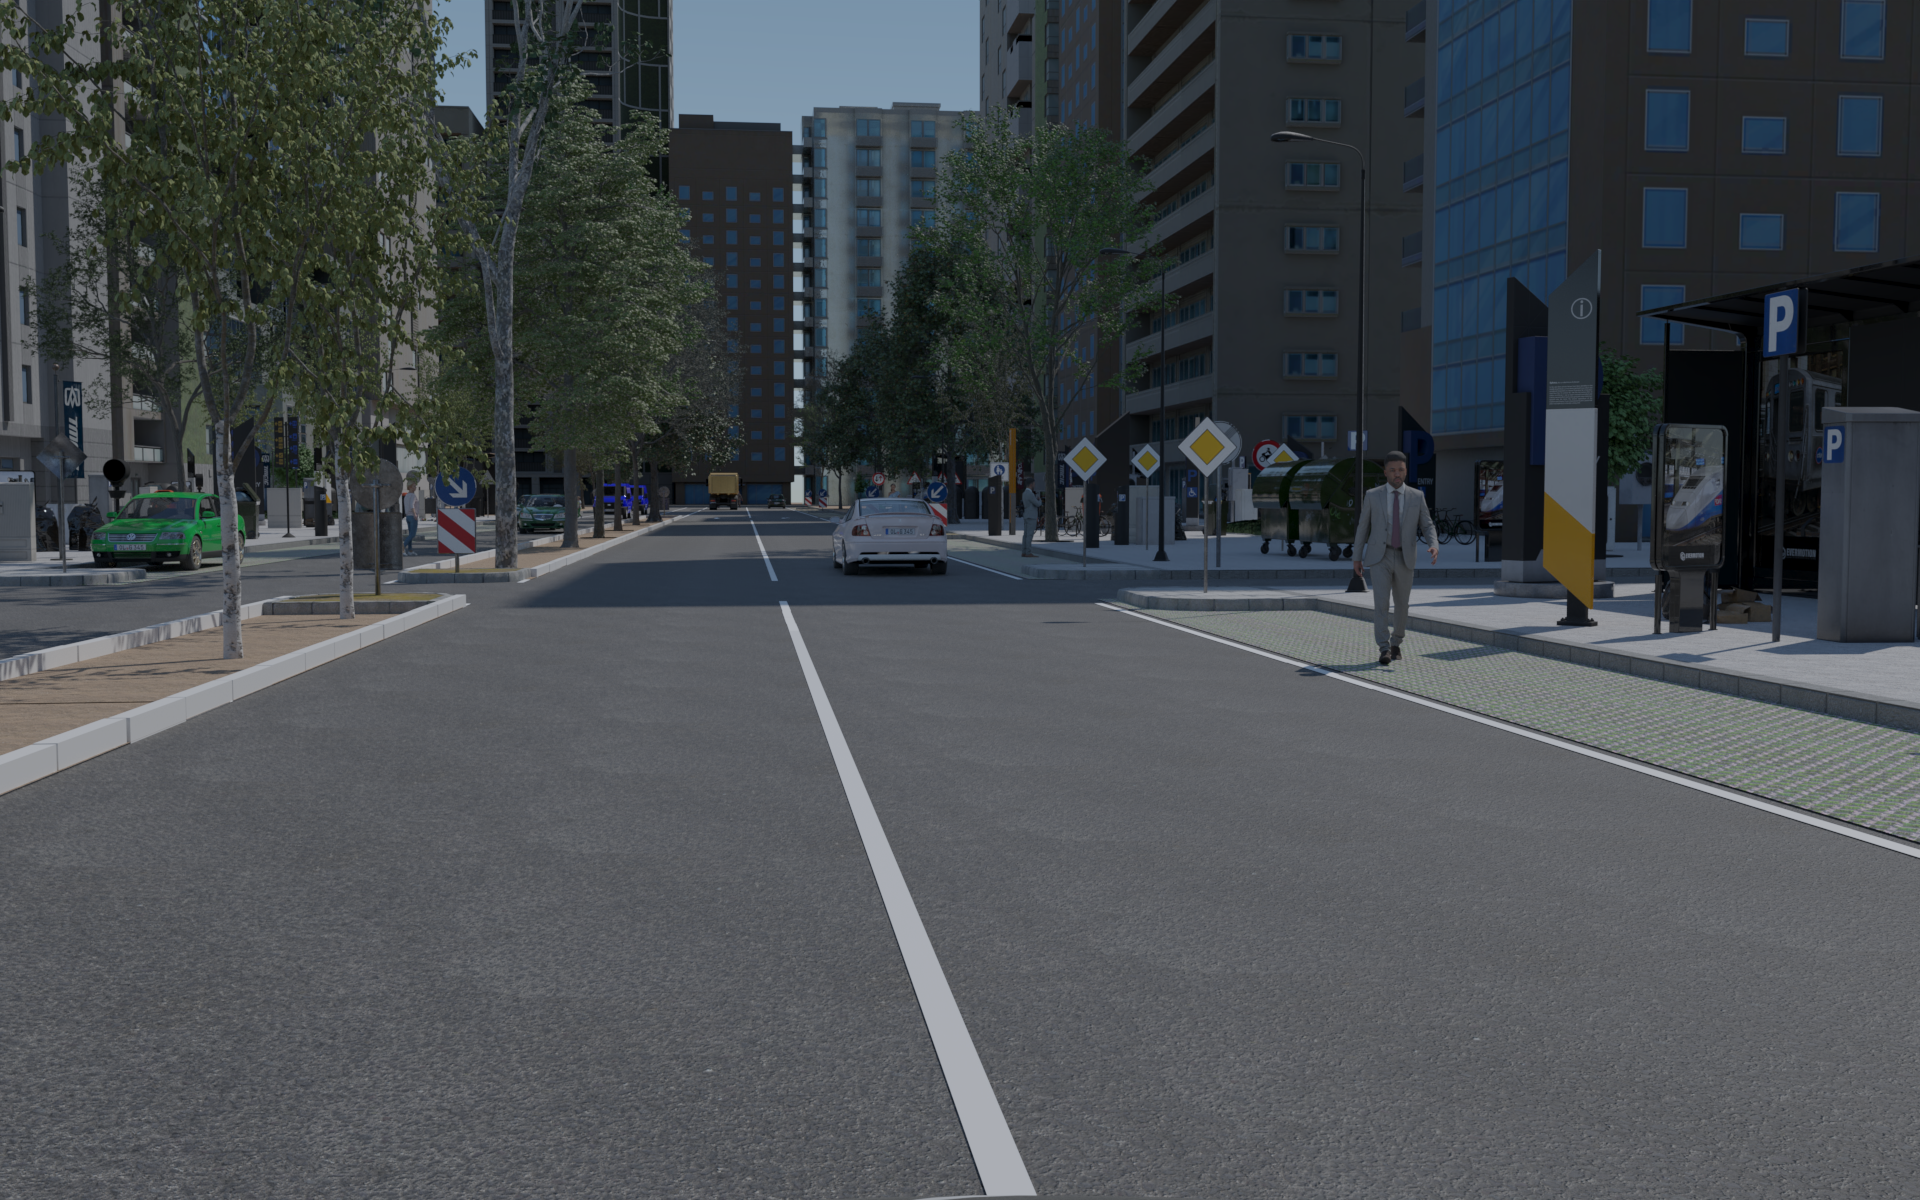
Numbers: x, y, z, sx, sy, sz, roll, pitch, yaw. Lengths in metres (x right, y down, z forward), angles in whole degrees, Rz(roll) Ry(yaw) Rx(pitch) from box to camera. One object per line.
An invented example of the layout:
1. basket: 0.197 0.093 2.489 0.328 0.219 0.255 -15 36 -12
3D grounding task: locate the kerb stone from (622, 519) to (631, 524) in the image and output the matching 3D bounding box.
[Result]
1. kerb stone: -16.555 -3.901 85.970 0.120 0.150 1.000 0 4 -7

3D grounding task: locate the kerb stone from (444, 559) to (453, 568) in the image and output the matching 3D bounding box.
1. kerb stone: -9.876 -0.665 33.069 0.120 0.150 1.000 0 4 -7

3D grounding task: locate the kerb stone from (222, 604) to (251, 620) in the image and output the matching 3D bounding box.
1. kerb stone: -8.129 0.178 19.278 0.120 0.150 1.000 0 4 -7

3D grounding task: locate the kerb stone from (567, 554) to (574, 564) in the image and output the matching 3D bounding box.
1. kerb stone: -8.035 -0.804 35.342 0.120 0.150 1.000 0 4 -7

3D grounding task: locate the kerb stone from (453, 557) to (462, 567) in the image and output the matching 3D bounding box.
1. kerb stone: -9.997 -0.724 34.088 0.120 0.150 1.000 0 4 -7

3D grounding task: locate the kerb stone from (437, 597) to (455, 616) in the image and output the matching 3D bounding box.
1. kerb stone: -6.176 0.099 20.582 0.120 0.150 1.000 0 4 -7

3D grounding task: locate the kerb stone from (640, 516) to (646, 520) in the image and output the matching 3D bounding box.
1. kerb stone: -18.352 -4.773 100.235 0.120 0.150 1.000 0 4 -7

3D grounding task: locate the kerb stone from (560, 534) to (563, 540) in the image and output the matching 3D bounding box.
1. kerb stone: -12.445 -1.911 53.435 0.120 0.150 1.000 0 4 -7

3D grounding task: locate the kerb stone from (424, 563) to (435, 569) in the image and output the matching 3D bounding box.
1. kerb stone: -9.612 -0.538 31.030 0.120 0.150 1.000 0 4 -7

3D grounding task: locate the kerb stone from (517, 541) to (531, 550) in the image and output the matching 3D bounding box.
1. kerb stone: -11.417 -1.413 45.294 0.120 0.150 1.000 0 4 -7

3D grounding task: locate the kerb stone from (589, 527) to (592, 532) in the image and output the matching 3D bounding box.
1. kerb stone: -13.724 -2.532 63.597 0.120 0.150 1.000 0 4 -7

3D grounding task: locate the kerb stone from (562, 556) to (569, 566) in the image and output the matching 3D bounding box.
1. kerb stone: -7.916 -0.742 34.323 0.120 0.150 1.000 0 4 -7

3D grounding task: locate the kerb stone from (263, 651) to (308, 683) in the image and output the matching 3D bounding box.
1. kerb stone: -5.278 0.534 13.464 0.120 0.150 1.000 0 4 -7

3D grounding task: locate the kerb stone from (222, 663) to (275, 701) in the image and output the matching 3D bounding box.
1. kerb stone: -5.143 0.597 12.451 0.120 0.150 1.000 0 4 -7

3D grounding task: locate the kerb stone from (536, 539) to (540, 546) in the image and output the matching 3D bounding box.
1. kerb stone: -11.674 -1.536 47.325 0.120 0.150 1.000 0 4 -7

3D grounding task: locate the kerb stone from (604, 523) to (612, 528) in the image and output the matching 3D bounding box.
1. kerb stone: -15.014 -3.154 73.762 0.120 0.150 1.000 0 4 -7

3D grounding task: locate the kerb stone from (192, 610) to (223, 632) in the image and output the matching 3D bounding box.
1. kerb stone: -8.004 0.241 18.259 0.120 0.150 1.000 0 4 -7

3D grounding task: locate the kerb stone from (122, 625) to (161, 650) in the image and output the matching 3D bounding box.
1. kerb stone: -7.740 0.373 16.218 0.120 0.150 1.000 0 4 -7

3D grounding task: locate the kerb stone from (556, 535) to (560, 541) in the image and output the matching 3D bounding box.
1. kerb stone: -12.310 -1.848 52.422 0.120 0.150 1.000 0 4 -7

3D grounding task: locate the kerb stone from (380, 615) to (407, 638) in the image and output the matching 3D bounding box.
1. kerb stone: -5.784 0.286 17.523 0.120 0.150 1.000 0 4 -7

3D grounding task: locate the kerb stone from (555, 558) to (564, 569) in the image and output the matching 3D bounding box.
1. kerb stone: -7.781 -0.680 33.310 0.120 0.150 1.000 0 4 -7

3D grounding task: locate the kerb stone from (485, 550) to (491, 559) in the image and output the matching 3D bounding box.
1. kerb stone: -10.520 -0.975 38.167 0.120 0.150 1.000 0 4 -7

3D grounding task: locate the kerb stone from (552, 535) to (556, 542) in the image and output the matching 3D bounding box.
1. kerb stone: -12.184 -1.785 51.400 0.120 0.150 1.000 0 4 -7

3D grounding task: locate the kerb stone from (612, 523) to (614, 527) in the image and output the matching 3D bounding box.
1. kerb stone: -15.139 -3.216 74.782 0.120 0.150 1.000 0 4 -7

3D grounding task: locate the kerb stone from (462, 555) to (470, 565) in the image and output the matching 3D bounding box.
1. kerb stone: -10.126 -0.787 35.114 0.120 0.150 1.000 0 4 -7

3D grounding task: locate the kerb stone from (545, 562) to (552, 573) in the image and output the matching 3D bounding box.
1. kerb stone: -7.533 -0.553 31.280 0.120 0.150 1.000 0 4 -7

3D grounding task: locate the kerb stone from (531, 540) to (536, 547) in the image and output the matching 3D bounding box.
1. kerb stone: -11.539 -1.475 46.309 0.120 0.150 1.000 0 4 -7

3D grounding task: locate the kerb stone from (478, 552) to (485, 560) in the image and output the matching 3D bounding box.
1. kerb stone: -10.384 -0.911 37.149 0.120 0.150 1.000 0 4 -7

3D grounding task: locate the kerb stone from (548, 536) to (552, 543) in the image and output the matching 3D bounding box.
1. kerb stone: -12.056 -1.724 50.381 0.120 0.150 1.000 0 4 -7

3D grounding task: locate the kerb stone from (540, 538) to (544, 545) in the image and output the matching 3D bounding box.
1. kerb stone: -11.795 -1.596 48.342 0.120 0.150 1.000 0 4 -7

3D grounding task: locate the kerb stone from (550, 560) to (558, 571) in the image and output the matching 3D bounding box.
1. kerb stone: -7.653 -0.613 32.296 0.120 0.150 1.000 0 4 -7

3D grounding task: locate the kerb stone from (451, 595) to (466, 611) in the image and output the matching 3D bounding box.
1. kerb stone: -6.302 0.037 21.599 0.120 0.150 1.000 0 4 -7

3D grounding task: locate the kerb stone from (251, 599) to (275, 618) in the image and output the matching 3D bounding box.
1. kerb stone: -8.251 0.116 20.293 0.120 0.150 1.000 0 4 -7

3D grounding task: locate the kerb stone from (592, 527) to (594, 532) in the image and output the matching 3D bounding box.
1. kerb stone: -13.850 -2.591 64.617 0.120 0.150 1.000 0 4 -7

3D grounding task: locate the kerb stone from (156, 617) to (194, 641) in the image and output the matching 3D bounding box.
1. kerb stone: -7.869 0.303 17.243 0.120 0.150 1.000 0 4 -7

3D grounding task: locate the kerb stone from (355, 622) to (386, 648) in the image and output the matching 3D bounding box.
1. kerb stone: -5.663 0.351 16.508 0.120 0.150 1.000 0 4 -7

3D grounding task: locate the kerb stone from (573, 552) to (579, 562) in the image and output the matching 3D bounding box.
1. kerb stone: -8.165 -0.865 36.363 0.120 0.150 1.000 0 4 -7

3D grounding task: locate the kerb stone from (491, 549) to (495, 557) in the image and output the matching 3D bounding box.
1. kerb stone: -10.636 -1.035 39.183 0.120 0.150 1.000 0 4 -7

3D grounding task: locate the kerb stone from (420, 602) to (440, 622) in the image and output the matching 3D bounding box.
1. kerb stone: -6.050 0.162 19.560 0.120 0.150 1.000 0 4 -7

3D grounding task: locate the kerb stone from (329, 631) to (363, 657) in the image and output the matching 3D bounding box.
1. kerb stone: -5.538 0.412 15.491 0.120 0.150 1.000 0 4 -7

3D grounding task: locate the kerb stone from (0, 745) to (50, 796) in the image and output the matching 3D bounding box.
1. kerb stone: -4.638 0.847 8.394 0.120 0.150 1.000 0 4 -7

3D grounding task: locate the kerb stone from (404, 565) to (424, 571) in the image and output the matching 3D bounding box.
1. kerb stone: -9.480 -0.476 30.002 0.120 0.150 1.000 0 4 -7

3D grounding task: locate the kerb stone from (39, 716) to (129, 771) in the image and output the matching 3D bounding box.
1. kerb stone: -4.767 0.782 9.408 0.120 0.150 1.000 0 4 -7

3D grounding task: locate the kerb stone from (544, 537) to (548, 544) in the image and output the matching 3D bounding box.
1. kerb stone: -11.920 -1.662 49.365 0.120 0.150 1.000 0 4 -7

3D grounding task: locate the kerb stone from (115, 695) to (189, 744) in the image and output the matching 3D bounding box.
1. kerb stone: -4.881 0.720 10.424 0.120 0.150 1.000 0 4 -7

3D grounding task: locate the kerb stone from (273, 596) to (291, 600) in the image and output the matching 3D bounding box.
1. kerb stone: -8.386 0.054 21.306 0.120 0.150 1.000 0 4 -7

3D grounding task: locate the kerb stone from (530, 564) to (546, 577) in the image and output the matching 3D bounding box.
1. kerb stone: -7.398 -0.494 30.266 0.120 0.150 1.000 0 4 -7

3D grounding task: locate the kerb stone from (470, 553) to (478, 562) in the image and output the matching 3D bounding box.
1. kerb stone: -10.256 -0.853 36.135 0.120 0.150 1.000 0 4 -7

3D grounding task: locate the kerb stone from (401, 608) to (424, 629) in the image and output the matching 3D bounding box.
1. kerb stone: -5.913 0.226 18.538 0.120 0.150 1.000 0 4 -7

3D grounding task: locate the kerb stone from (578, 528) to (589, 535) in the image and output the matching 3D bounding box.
1. kerb stone: -13.603 -2.470 62.581 0.120 0.150 1.000 0 4 -7

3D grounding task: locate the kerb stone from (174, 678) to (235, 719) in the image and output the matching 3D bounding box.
1. kerb stone: -5.014 0.658 11.437 0.120 0.150 1.000 0 4 -7

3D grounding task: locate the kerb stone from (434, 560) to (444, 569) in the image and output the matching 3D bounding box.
1. kerb stone: -9.741 -0.603 32.055 0.120 0.150 1.000 0 4 -7

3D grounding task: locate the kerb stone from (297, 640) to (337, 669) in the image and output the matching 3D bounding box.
1. kerb stone: -5.408 0.472 14.478 0.120 0.150 1.000 0 4 -7
